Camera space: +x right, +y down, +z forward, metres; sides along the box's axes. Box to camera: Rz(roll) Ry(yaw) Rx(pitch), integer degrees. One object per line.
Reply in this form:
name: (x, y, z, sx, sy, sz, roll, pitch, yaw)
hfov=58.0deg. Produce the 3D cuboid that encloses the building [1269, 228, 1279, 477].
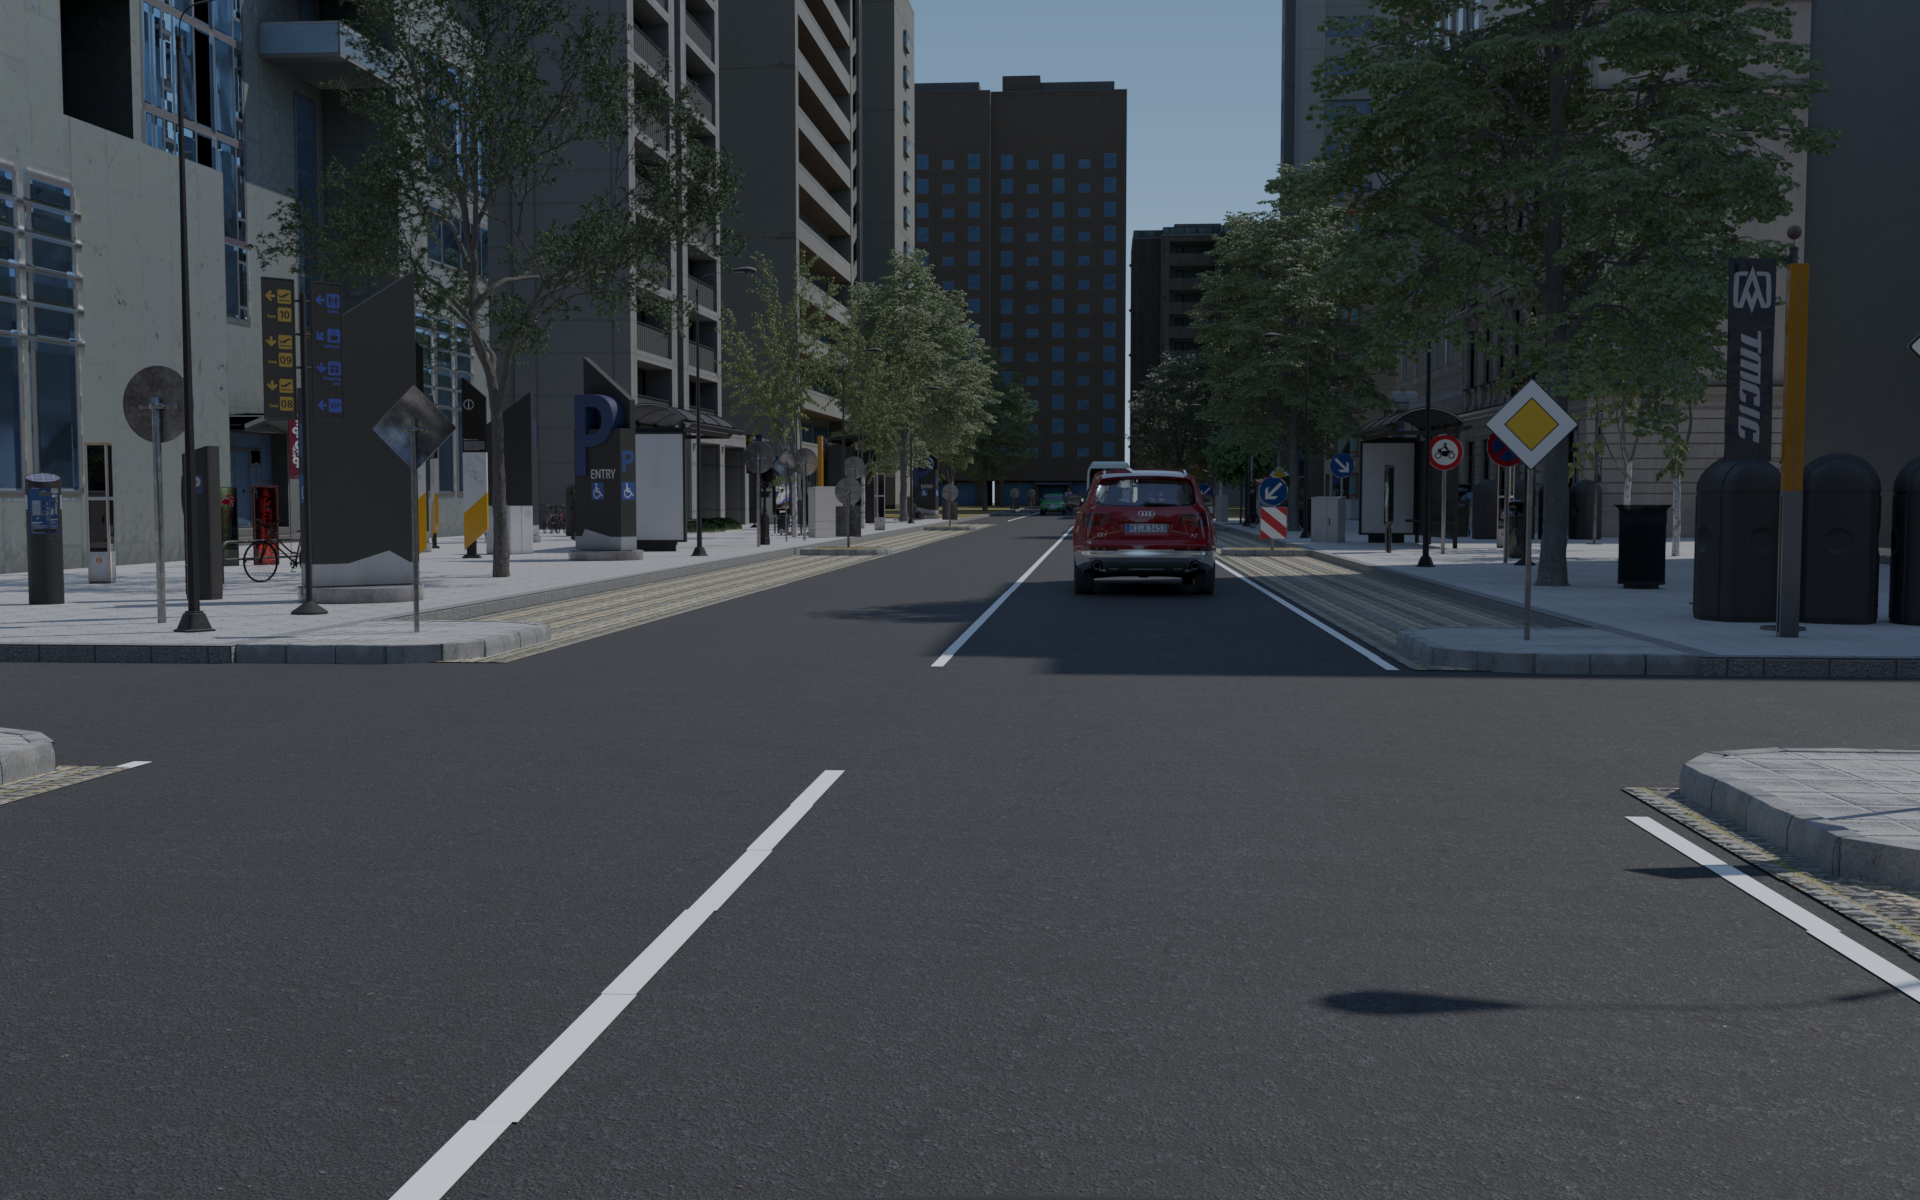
building: (39.455, -25.344, 186.083, 14.107, 30.474, 14.160, 0, 4, 5)

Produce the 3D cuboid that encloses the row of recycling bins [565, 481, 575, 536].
row of recycling bins: (-10.491, -2.778, 52.528, 3.534, 1.692, 1.069, 2, 4, 25)

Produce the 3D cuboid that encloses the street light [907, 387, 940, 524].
street light: (-1.588, -6.276, 75.147, 1.470, 5.913, 1.316, 0, 4, 5)

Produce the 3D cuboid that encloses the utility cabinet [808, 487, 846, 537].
utility cabinet: (-3.969, -2.593, 51.078, 0.318, 1.500, 1.173, 3, 5, 40)

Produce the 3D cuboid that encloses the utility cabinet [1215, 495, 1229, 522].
utility cabinet: (12.145, -4.234, 80.383, 0.306, 1.237, 1.020, -1, 4, -10)

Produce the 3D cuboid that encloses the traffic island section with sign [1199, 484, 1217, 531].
traffic island section with sign: (9.364, -3.583, 67.210, 1.989, 1.847, 2.006, 0, 4, 5)

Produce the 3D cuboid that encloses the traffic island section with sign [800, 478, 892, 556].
traffic island section with sign: (-2.642, -1.975, 40.925, 1.989, 1.847, 2.006, 0, 4, 5)

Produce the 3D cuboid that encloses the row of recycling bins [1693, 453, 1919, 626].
row of recycling bins: (9.244, -0.620, 17.253, 3.534, 1.692, 1.069, 1, 4, 14)

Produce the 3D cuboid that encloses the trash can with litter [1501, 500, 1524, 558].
trash can with litter: (11.154, -1.436, 34.873, 0.624, 1.170, 1.055, 1, 4, 11)

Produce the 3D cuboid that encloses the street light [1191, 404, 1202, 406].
street light: (12.594, -7.151, 89.452, 1.470, 5.913, 1.316, 0, 4, 5)

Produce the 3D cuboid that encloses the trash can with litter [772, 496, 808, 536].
trash can with litter: (-4.895, -2.580, 53.241, 1.678, 1.210, 2.233, -3, 4, -39)

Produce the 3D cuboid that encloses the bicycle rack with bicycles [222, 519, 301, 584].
bicycle rack with bicycles: (-9.216, -0.730, 25.313, 2.852, 0.926, 2.925, 1, 4, 20)

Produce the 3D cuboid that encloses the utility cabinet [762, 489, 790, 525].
utility cabinet: (-7.617, -3.855, 71.704, 1.173, 1.500, 0.318, 1, 4, 21)

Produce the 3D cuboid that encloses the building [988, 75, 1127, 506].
building: (10.868, -32.938, 188.643, 14.200, 45.320, 14.600, 0, 4, 5)

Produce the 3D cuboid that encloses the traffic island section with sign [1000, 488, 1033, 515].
traffic island section with sign: (3.769, -6.655, 117.440, 1.989, 1.847, 2.006, 0, 4, 5)

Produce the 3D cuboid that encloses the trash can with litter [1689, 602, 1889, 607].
trash can with litter: (9.720, -0.556, 20.147, 2.233, 1.210, 1.678, 2, 4, 24)

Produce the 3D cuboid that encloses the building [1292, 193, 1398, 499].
building: (37.108, -16.384, 112.924, 27.650, 21.520, 28.899, 0, 4, 5)

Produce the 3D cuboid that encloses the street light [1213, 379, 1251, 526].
street light: (11.006, -5.946, 69.758, 1.470, 5.913, 1.316, 0, 4, 5)

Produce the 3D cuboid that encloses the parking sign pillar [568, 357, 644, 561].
parking sign pillar: (-6.916, -2.767, 33.719, 1.447, 3.967, 1.447, 3, 4, 36)

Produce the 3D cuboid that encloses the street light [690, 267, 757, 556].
street light: (-4.854, -3.858, 35.627, 1.470, 5.913, 1.316, 0, 4, 5)

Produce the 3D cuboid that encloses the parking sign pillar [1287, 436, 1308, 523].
parking sign pillar: (14.887, -5.346, 75.871, 1.447, 3.967, 1.447, 0, 4, -3)

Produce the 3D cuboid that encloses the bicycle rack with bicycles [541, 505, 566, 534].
bicycle rack with bicycles: (-13.871, -2.669, 57.024, 2.852, 0.926, 2.925, 0, 4, 6)

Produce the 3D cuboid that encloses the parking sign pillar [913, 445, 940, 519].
parking sign pillar: (-1.770, -6.165, 89.272, 1.447, 3.967, 1.447, 1, 4, 23)

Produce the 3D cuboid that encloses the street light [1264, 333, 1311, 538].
street light: (9.459, -4.741, 50.061, 1.470, 5.913, 1.316, 0, 4, 5)

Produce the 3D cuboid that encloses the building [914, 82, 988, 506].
building: (-3.353, -32.963, 189.063, 14.200, 45.320, 14.600, 0, 4, 5)

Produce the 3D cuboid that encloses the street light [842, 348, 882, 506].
street light: (-3.190, -5.063, 55.314, 1.470, 5.913, 1.316, 0, 4, 5)

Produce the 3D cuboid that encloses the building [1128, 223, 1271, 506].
building: (25.446, -25.452, 187.838, 14.107, 30.474, 14.160, 0, 4, 5)

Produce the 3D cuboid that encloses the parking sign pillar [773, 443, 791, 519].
parking sign pillar: (-9.327, -6.131, 88.709, 1.447, 3.967, 1.447, 0, 4, -5)

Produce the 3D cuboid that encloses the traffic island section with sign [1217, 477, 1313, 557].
traffic island section with sign: (7.113, -1.940, 40.348, 1.989, 1.847, 2.006, 0, 4, 5)

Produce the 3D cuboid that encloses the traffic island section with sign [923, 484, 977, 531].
traffic island section with sign: (-0.356, -3.638, 68.103, 1.989, 1.847, 2.006, 0, 4, 5)

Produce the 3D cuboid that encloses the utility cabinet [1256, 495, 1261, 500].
utility cabinet: (14.852, -4.478, 84.372, 1.020, 1.237, 0.306, 1, 4, 9)

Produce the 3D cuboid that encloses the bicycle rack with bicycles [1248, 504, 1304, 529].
bicycle rack with bicycles: (12.291, -3.082, 63.768, 2.852, 0.926, 2.925, -1, 4, -20)

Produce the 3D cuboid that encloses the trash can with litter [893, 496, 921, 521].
trash can with litter: (-2.686, -4.445, 83.731, 1.678, 1.210, 2.233, 2, 4, 26)

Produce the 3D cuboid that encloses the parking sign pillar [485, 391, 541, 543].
parking sign pillar: (-11.869, -3.511, 45.878, 1.447, 3.967, 1.447, 1, 4, 10)

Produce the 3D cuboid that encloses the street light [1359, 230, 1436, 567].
street light: (7.663, -3.538, 30.384, 1.470, 5.913, 1.316, 0, 4, 5)

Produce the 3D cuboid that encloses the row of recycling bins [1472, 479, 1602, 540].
row of recycling bins: (16.356, -2.565, 49.057, 3.534, 1.692, 1.069, 0, 4, 4)

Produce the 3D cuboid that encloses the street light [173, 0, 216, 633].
street light: (-6.611, -2.655, 15.947, 1.470, 5.913, 1.316, 0, 4, 5)

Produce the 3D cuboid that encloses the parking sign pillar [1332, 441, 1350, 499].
parking sign pillar: (19.209, -6.047, 87.333, 1.447, 3.967, 1.447, 2, 4, 34)

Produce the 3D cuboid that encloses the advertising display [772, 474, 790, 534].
advertising display: (-5.831, -3.136, 56.482, 0.123, 1.923, 0.974, 2, 4, 23)

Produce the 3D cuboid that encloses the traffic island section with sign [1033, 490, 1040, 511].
traffic island section with sign: (6.055, -8.318, 144.626, 1.989, 1.847, 2.006, 0, 4, 5)

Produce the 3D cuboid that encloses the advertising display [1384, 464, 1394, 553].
advertising display: (9.402, -2.004, 37.982, 0.123, 1.923, 0.974, 1, 4, 9)

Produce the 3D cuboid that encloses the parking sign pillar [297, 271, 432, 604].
parking sign pillar: (-7.225, -1.977, 20.789, 1.447, 3.967, 1.447, -3, 5, -39)

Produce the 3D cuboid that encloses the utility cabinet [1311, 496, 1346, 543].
utility cabinet: (9.776, -2.132, 46.017, 0.306, 1.237, 1.020, -2, 4, -32)
